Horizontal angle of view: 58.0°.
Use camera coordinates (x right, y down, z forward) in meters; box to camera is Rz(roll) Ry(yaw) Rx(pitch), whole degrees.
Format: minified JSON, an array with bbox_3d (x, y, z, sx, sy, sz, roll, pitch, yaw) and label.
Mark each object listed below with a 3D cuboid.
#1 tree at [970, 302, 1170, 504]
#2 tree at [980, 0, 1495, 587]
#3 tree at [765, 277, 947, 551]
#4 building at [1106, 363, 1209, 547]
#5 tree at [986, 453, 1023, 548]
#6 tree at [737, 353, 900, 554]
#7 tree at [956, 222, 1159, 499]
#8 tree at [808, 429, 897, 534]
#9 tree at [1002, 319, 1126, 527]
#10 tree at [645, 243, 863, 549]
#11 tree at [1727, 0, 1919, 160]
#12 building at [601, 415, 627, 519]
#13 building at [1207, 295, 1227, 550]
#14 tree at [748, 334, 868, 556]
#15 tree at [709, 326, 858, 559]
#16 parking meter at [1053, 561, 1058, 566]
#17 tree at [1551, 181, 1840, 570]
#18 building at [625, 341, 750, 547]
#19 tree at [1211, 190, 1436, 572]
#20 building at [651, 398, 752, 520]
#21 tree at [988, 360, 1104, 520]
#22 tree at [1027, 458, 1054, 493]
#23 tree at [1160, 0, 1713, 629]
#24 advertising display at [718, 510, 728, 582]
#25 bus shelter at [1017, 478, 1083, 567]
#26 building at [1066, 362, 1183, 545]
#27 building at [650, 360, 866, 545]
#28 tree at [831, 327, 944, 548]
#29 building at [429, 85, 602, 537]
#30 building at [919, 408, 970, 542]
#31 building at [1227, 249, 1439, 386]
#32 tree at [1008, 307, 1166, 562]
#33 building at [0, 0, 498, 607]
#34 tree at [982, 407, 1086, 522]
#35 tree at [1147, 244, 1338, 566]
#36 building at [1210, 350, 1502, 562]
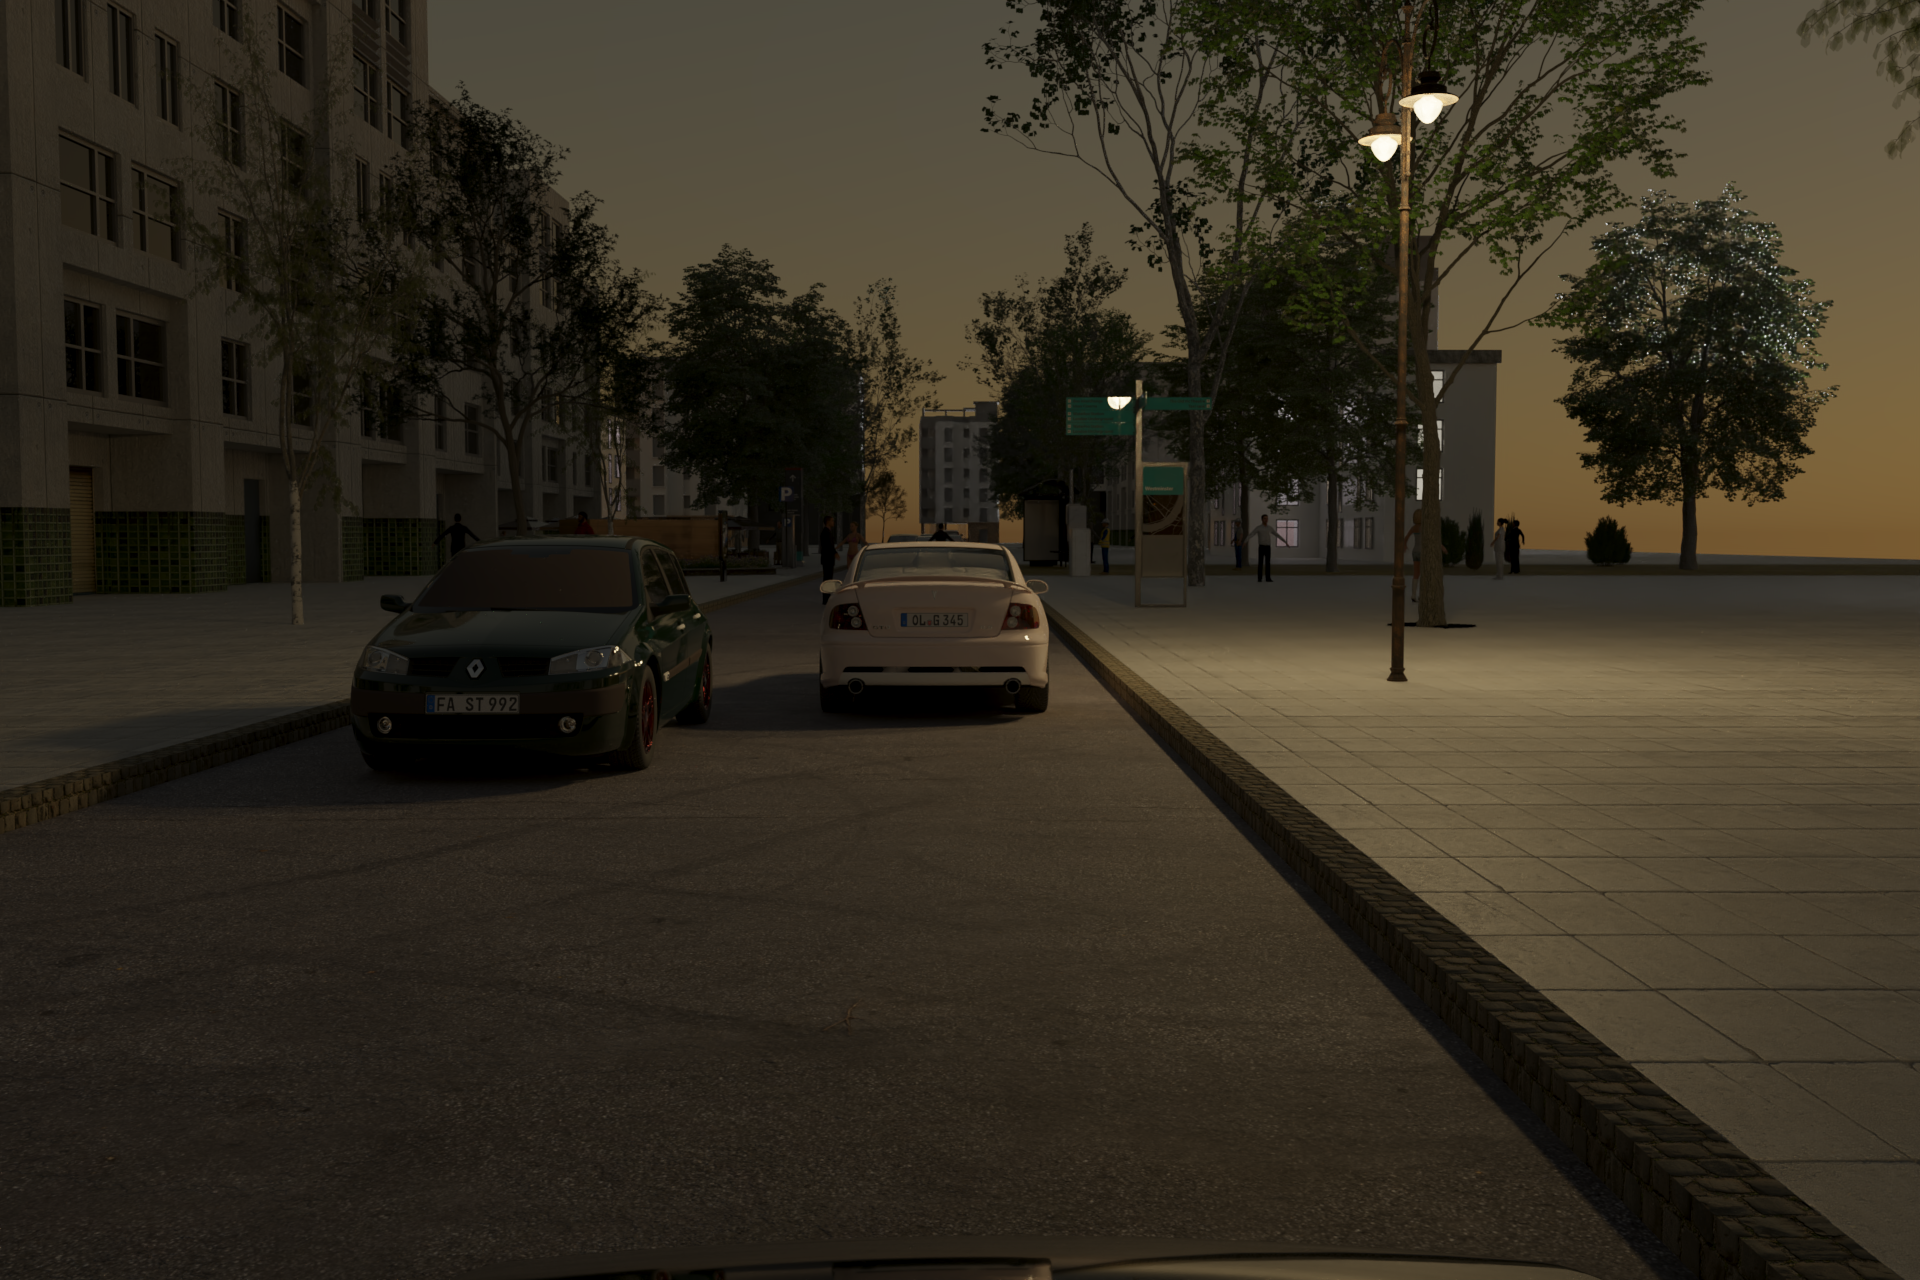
[{"bbox_3d":[6.065,-11.066,91.300,12.009,13.543,11.850,0,3,0],"label":"tree"},{"bbox_3d":[6.016,-11.289,40.463,12.611,20.169,13.585,0,3,0],"label":"tree"},{"bbox_3d":[-7.638,-16.599,127.278,12.611,20.169,13.585,0,3,0],"label":"tree"},{"bbox_3d":[25.679,-19.636,187.503,16.747,18.905,31.486,0,4,0],"label":"building"},{"bbox_3d":[5.892,-13.989,154.473,9.928,11.665,9.643,0,3,0],"label":"tree"},{"bbox_3d":[-9.040,-12.336,112.062,12.009,13.543,11.850,0,3,0],"label":"tree"},{"bbox_3d":[6.095,-15.393,107.562,12.611,20.169,13.585,0,3,0],"label":"tree"},{"bbox_3d":[-8.782,-12.717,142.342,8.767,10.594,7.601,2,4,28],"label":"tree"},{"bbox_3d":[4.140,-6.630,58.756,4.360,8.622,3.978,0,3,0],"label":"tree"},{"bbox_3d":[-9.087,-10.348,75.852,9.857,13.997,8.962,0,3,0],"label":"tree"},{"bbox_3d":[6.344,-3.655,10.128,4.360,8.622,3.978,0,3,0],"label":"tree"},{"bbox_3d":[-27.161,-10.763,118.129,9.099,9.664,28.070,0,4,1],"label":"building"},{"bbox_3d":[24.964,-17.222,137.995,16.016,20.090,11.380,0,4,0],"label":"building"},{"bbox_3d":[-9.275,-11.063,99.001,7.486,12.596,7.792,0,3,0],"label":"tree"},{"bbox_3d":[-8.997,-9.909,87.769,9.928,11.665,9.643,0,3,0],"label":"tree"},{"bbox_3d":[3.807,-3.957,70.402,0.399,1.863,0.255,0,4,-2],"label":"parking meter"},{"bbox_3d":[26.236,-9.515,62.223,9.857,13.997,8.962,0,3,0],"label":"tree"},{"bbox_3d":[-27.163,-19.193,170.225,16.016,20.090,11.380,0,4,0],"label":"building"},{"bbox_3d":[12.135,-8.561,58.096,7.486,12.596,7.792,0,3,0],"label":"tree"},{"bbox_3d":[-28.959,-20.263,187.720,16.016,20.090,11.380,0,4,0],"label":"building"},{"bbox_3d":[6.272,-13.303,124.160,9.857,13.997,8.962,0,3,0],"label":"tree"},{"bbox_3d":[6.155,-11.222,133.846,4.360,8.622,3.978,0,3,0],"label":"tree"},{"bbox_3d":[6.403,-5.991,23.712,9.928,11.665,9.643,0,3,0],"label":"tree"},{"bbox_3d":[-6.391,-2.540,46.743,0.123,1.923,0.974,0,4,1],"label":"advertising display"},{"bbox_3d":[3.357,-4.389,65.688,2.014,3.302,5.546,0,4,-2],"label":"bus shelter"},{"bbox_3d":[25.227,-23.106,221.758,27.936,21.610,32.646,0,4,0],"label":"building"},{"bbox_3d":[-26.608,-22.891,218.236,27.936,21.610,32.646,0,4,0],"label":"building"},{"bbox_3d":[-8.166,-18.472,157.908,12.611,20.169,13.585,0,3,0],"label":"tree"},{"bbox_3d":[-29.183,-13.326,84.332,16.747,18.905,31.486,0,4,0],"label":"building"},{"bbox_3d":[-5.616,-23.990,251.108,11.380,20.090,16.016,0,4,8],"label":"building"},{"bbox_3d":[23.989,-16.239,121.931,16.016,20.090,11.380,0,4,0],"label":"building"},{"bbox_3d":[5.787,-9.355,78.715,9.928,11.665,9.643,0,3,0],"label":"tree"},{"bbox_3d":[-24.790,-10.949,45.482,16.747,18.905,31.486,0,4,0],"label":"building"},{"bbox_3d":[6.411,-14.428,142.560,9.857,13.997,8.962,0,3,0],"label":"tree"},{"bbox_3d":[10.897,-9.204,68.618,7.486,12.596,7.792,0,3,0],"label":"tree"},{"bbox_3d":[19.984,-9.226,92.995,9.099,9.664,28.070,0,4,0],"label":"building"}]
